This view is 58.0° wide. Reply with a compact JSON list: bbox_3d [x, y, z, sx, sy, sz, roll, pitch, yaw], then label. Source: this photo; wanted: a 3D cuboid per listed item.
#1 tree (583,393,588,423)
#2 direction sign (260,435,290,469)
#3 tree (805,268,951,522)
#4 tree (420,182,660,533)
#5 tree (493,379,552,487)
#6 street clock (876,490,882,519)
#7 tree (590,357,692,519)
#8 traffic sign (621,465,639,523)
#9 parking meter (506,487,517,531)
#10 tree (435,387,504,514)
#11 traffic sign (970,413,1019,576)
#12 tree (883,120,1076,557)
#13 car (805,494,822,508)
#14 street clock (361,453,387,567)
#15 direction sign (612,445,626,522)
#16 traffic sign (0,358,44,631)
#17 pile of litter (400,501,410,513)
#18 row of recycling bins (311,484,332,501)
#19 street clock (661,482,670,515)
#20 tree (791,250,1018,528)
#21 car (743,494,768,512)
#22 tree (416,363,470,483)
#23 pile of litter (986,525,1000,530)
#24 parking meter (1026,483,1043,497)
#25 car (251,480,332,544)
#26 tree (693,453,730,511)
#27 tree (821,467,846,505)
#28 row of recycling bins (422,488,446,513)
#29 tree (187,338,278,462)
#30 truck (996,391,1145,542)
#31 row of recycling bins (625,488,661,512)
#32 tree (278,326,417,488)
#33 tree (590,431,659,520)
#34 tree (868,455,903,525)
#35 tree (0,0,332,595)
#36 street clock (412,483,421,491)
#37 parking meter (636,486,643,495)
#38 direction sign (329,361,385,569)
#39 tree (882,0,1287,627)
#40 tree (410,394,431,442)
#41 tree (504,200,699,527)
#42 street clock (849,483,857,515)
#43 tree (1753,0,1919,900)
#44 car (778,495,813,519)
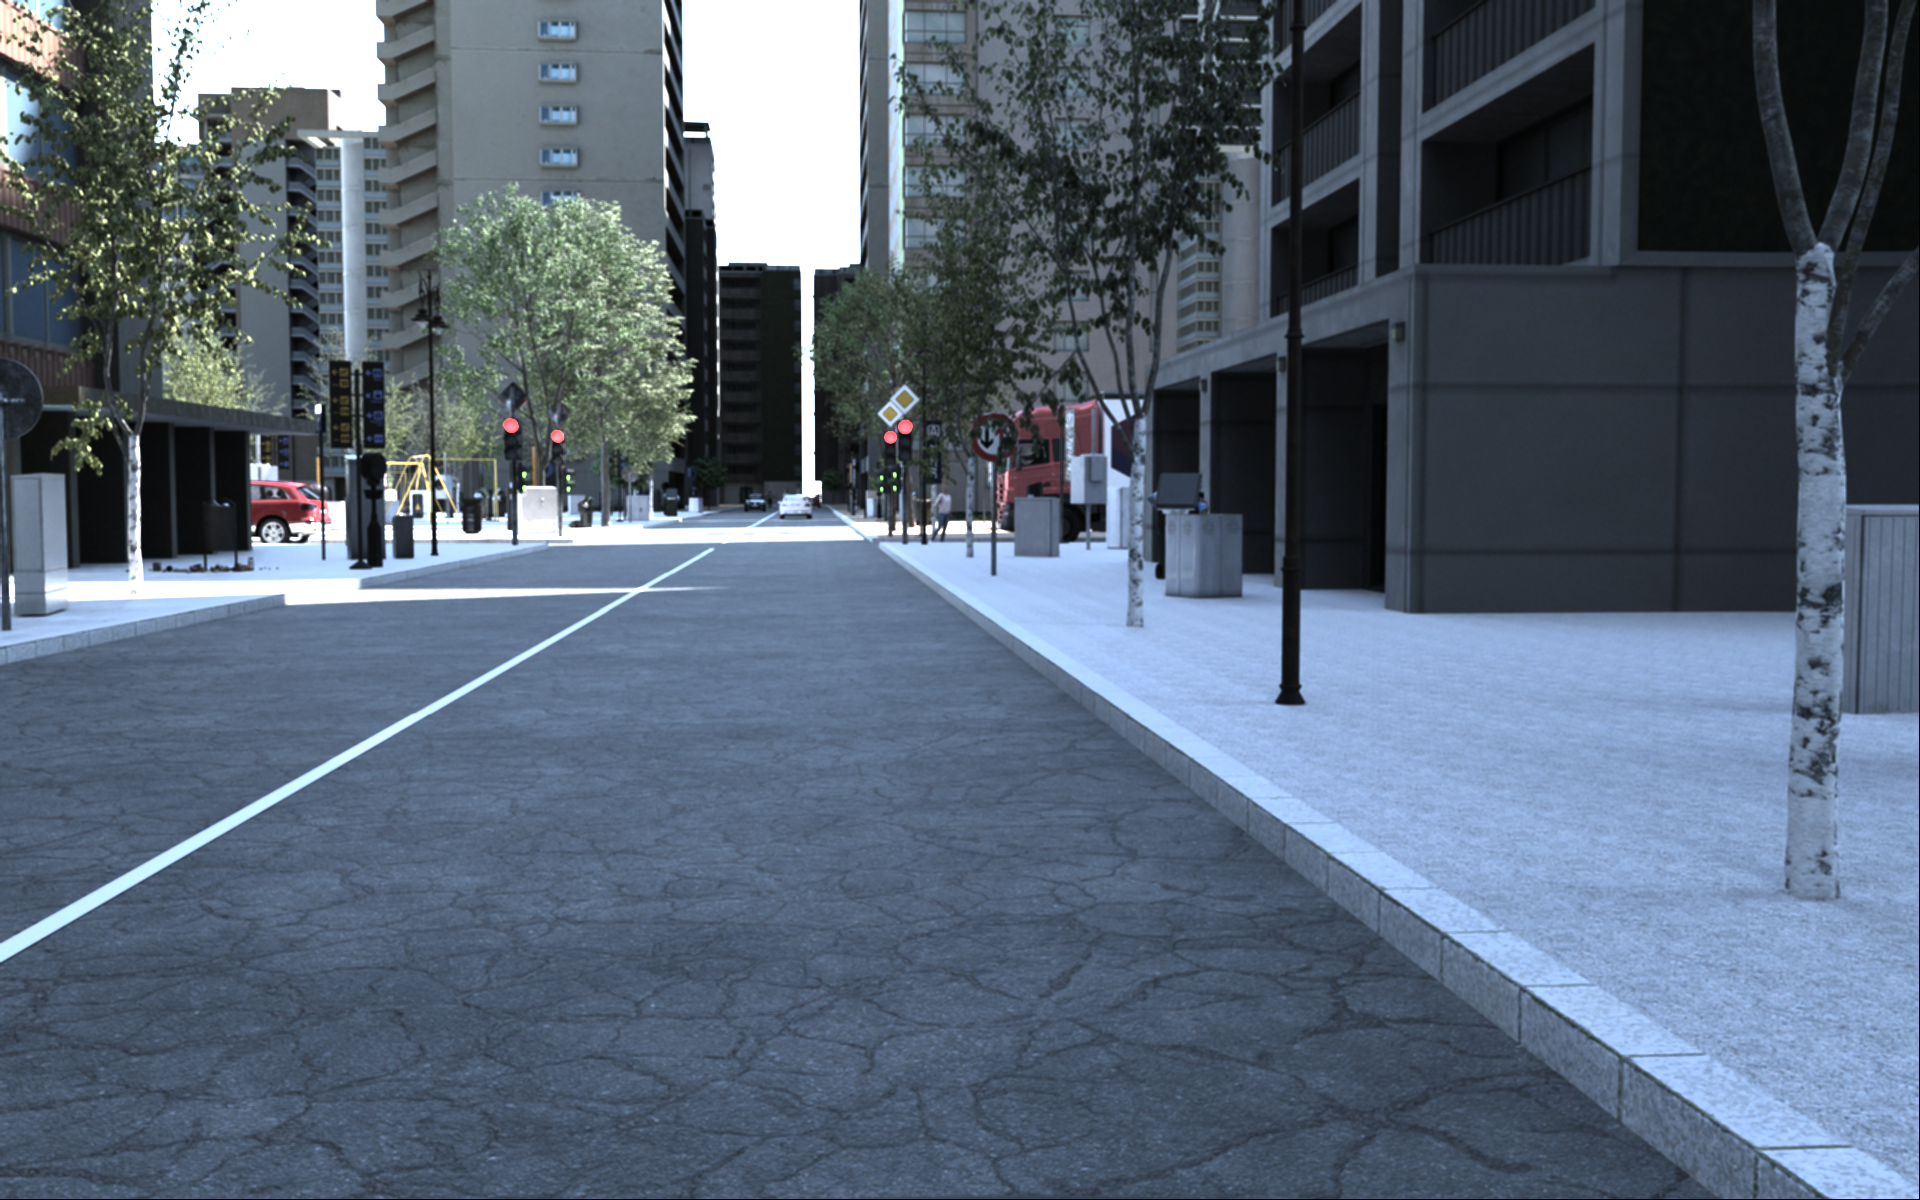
[{"bbox_3d":[-19.273,-9.032,98.030,4.737,8.622,4.395,0,3,0],"label":"tree"},{"bbox_3d":[-21.607,-3.834,54.685,0.876,3.537,0.379,0,4,-6],"label":"direction sign"},{"bbox_3d":[-3.540,-9.475,80.669,9.928,11.665,9.643,0,3,0],"label":"tree"},{"bbox_3d":[-13.805,-8.040,57.205,9.928,11.665,9.643,0,3,0],"label":"tree"},{"bbox_3d":[-26.507,-9.552,106.537,4.360,8.622,3.978,0,3,0],"label":"tree"},{"bbox_3d":[-4.232,-5.270,90.732,0.471,2.002,0.358,-1,4,-21],"label":"street clock"},{"bbox_3d":[-16.123,-8.578,90.612,4.737,8.622,4.395,0,3,0],"label":"tree"},{"bbox_3d":[-14.522,-4.657,76.255,0.768,2.556,0.104,0,4,-1],"label":"traffic sign"},{"bbox_3d":[-15.616,-3.180,60.411,0.372,1.533,0.369,0,3,0],"label":"parking meter"},{"bbox_3d":[-33.138,-10.023,114.244,4.737,8.622,4.395,0,3,0],"label":"tree"},{"bbox_3d":[0.533,-1.659,27.237,0.768,2.556,0.104,0,4,-3],"label":"traffic sign"},{"bbox_3d":[0.269,-5.185,35.136,4.737,8.622,4.395,0,3,0],"label":"tree"},{"bbox_3d":[-15.562,-10.563,181.750,2.155,1.783,4.494,0,4,-3],"label":"car"},{"bbox_3d":[-10.290,-1.580,30.406,0.358,2.002,0.471,1,4,17],"label":"street clock"},{"bbox_3d":[-15.625,-5.348,79.441,0.876,3.537,0.379,3,4,38],"label":"direction sign"},{"bbox_3d":[-8.982,-0.987,16.236,0.768,2.556,0.104,0,4,-5],"label":"traffic sign"},{"bbox_3d":[-36.905,-6.234,115.887,1.719,0.858,1.176,1,4,22],"label":"pile of litter"},{"bbox_3d":[-26.045,-3.863,70.279,1.069,1.692,3.534,-1,4,-17],"label":"row of recycling bins"},{"bbox_3d":[-17.849,-6.141,104.973,0.471,2.002,0.358,-2,4,-32],"label":"street clock"},{"bbox_3d":[-1.920,-8.038,65.833,8.767,10.594,7.601,-1,4,-18],"label":"tree"},{"bbox_3d":[-16.732,-8.056,141.500,2.009,1.686,4.222,0,4,-6],"label":"car"},{"bbox_3d":[-30.007,-9.047,98.277,4.360,8.622,3.978,0,3,0],"label":"tree"},{"bbox_3d":[1.645,-2.916,61.644,1.176,0.858,1.719,-2,4,-30],"label":"pile of litter"},{"bbox_3d":[1.634,-1.815,38.091,0.372,1.533,0.369,0,3,0],"label":"parking meter"},{"bbox_3d":[-20.076,-2.379,47.568,5.304,1.827,2.281,0,4,-3],"label":"car"},{"bbox_3d":[-19.643,-9.259,135.098,4.285,4.588,4.351,0,3,0],"label":"tree"},{"bbox_3d":[-14.890,-13.493,204.331,4.285,4.588,4.351,0,3,0],"label":"tree"},{"bbox_3d":[-36.768,-6.980,121.239,1.069,1.692,3.534,0,4,0],"label":"row of recycling bins"},{"bbox_3d":[-34.166,-8.024,81.560,4.360,8.622,3.978,0,3,0],"label":"tree"},{"bbox_3d":[6.035,-3.651,48.615,11.283,4.237,2.839,0,4,-5],"label":"truck"},{"bbox_3d":[-22.793,-7.155,124.098,3.534,1.692,1.069,3,4,37],"label":"row of recycling bins"},{"bbox_3d":[-26.628,-7.653,75.488,4.360,8.622,3.978,0,3,0],"label":"tree"},{"bbox_3d":[-16.348,-6.182,84.782,4.285,4.588,4.351,0,3,0],"label":"tree"},{"bbox_3d":[-2.829,-4.788,72.887,1.663,3.219,1.824,0,3,0],"label":"tree"},{"bbox_3d":[-10.437,-4.383,22.022,4.737,8.622,4.395,0,3,0],"label":"tree"},{"bbox_3d":[-32.163,-5.987,102.451,0.471,2.002,0.358,0,4,-3],"label":"street clock"},{"bbox_3d":[-19.414,-6.066,104.886,0.255,1.863,0.399,-3,5,-39],"label":"parking meter"},{"bbox_3d":[-10.283,-2.301,29.615,0.876,3.537,0.379,-1,4,-19],"label":"direction sign"},{"bbox_3d":[1.596,-4.062,16.784,4.360,8.622,3.978,0,3,0],"label":"tree"},{"bbox_3d":[-35.645,-9.618,107.618,4.737,8.622,4.395,0,3,0],"label":"tree"},{"bbox_3d":[-14.300,-9.146,67.658,7.486,12.596,7.792,0,3,0],"label":"tree"},{"bbox_3d":[-6.529,-6.201,105.954,0.471,2.002,0.358,0,3,0],"label":"street clock"},{"bbox_3d":[2.718,-3.345,5.046,4.360,8.622,3.978,0,3,0],"label":"tree"},{"bbox_3d":[-9.593,-5.424,101.039,2.083,1.381,4.827,0,4,-6],"label":"car"}]
